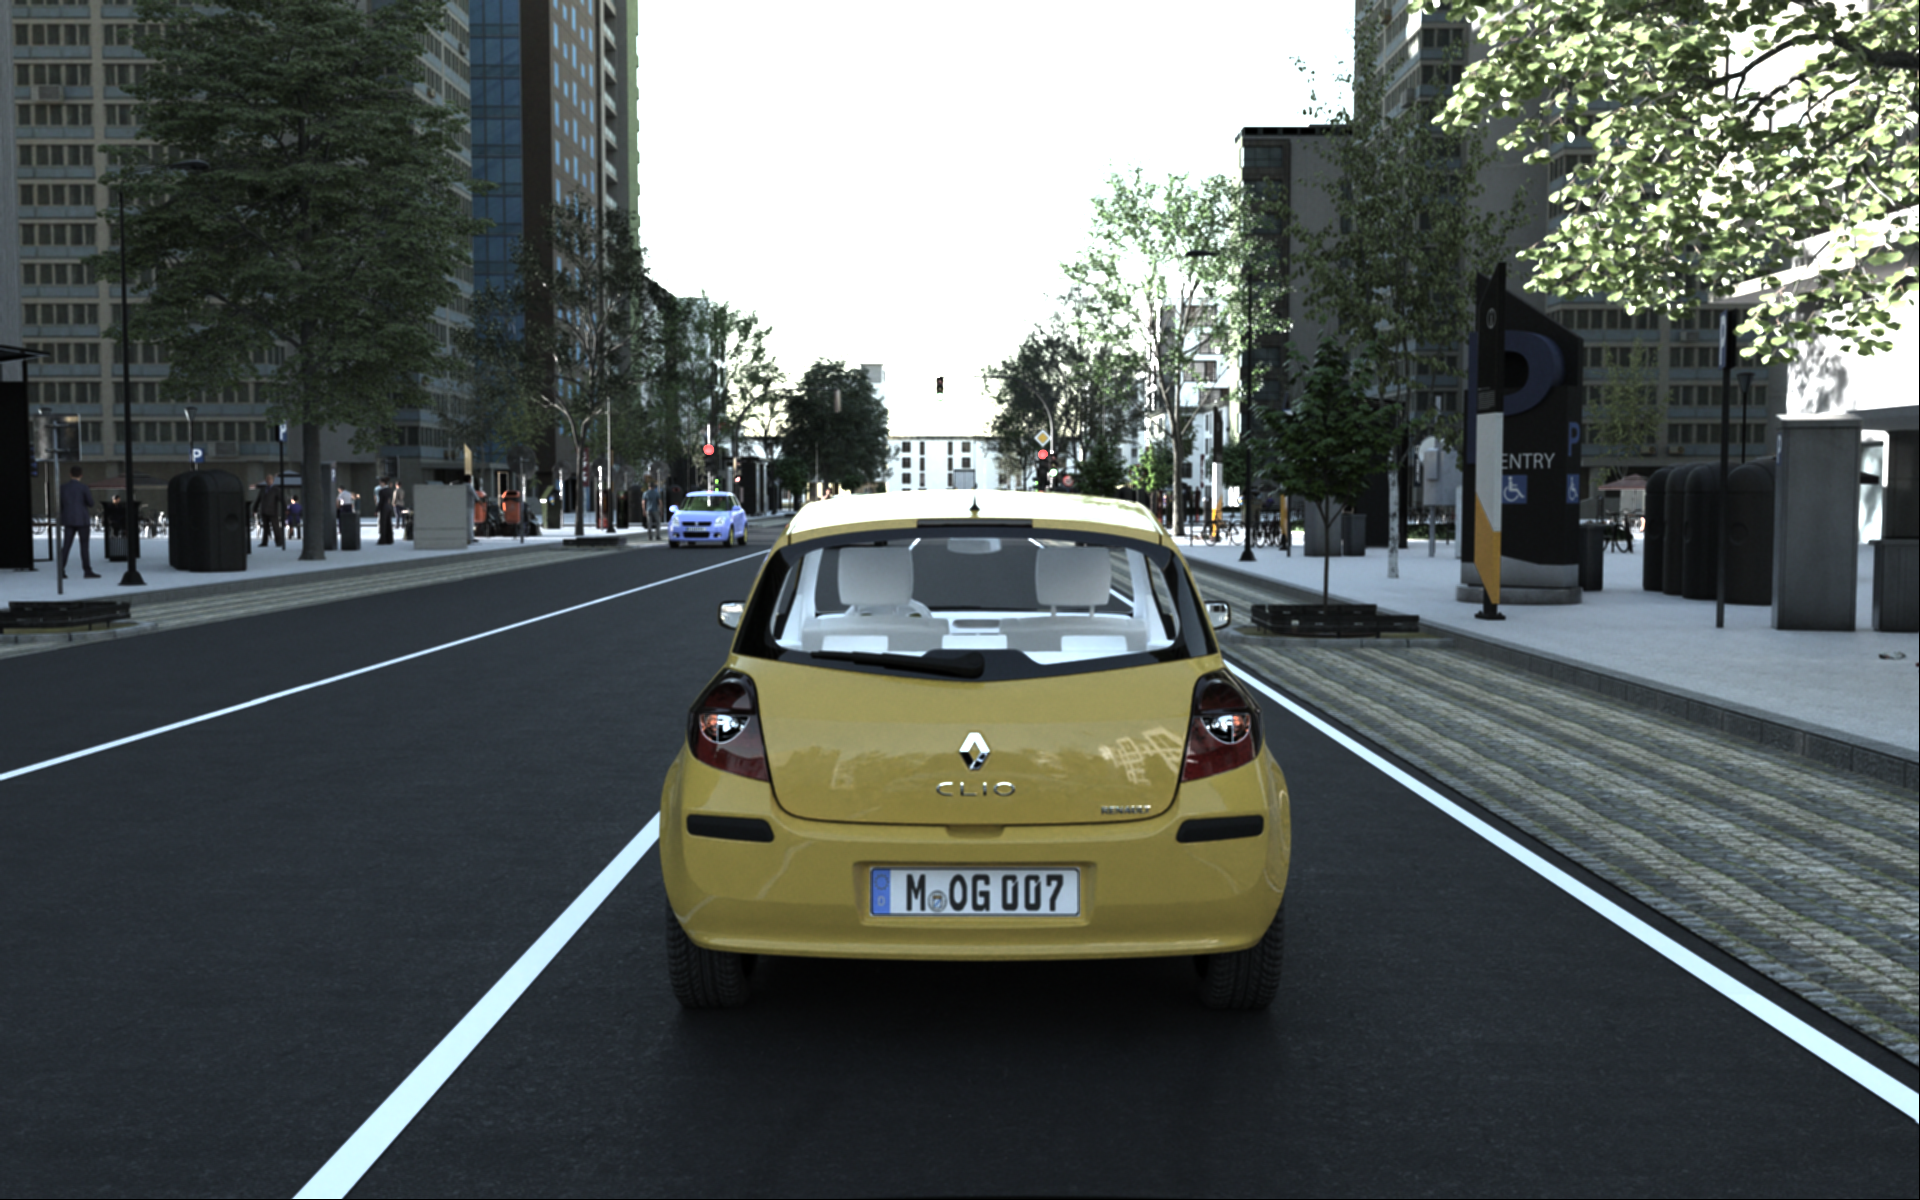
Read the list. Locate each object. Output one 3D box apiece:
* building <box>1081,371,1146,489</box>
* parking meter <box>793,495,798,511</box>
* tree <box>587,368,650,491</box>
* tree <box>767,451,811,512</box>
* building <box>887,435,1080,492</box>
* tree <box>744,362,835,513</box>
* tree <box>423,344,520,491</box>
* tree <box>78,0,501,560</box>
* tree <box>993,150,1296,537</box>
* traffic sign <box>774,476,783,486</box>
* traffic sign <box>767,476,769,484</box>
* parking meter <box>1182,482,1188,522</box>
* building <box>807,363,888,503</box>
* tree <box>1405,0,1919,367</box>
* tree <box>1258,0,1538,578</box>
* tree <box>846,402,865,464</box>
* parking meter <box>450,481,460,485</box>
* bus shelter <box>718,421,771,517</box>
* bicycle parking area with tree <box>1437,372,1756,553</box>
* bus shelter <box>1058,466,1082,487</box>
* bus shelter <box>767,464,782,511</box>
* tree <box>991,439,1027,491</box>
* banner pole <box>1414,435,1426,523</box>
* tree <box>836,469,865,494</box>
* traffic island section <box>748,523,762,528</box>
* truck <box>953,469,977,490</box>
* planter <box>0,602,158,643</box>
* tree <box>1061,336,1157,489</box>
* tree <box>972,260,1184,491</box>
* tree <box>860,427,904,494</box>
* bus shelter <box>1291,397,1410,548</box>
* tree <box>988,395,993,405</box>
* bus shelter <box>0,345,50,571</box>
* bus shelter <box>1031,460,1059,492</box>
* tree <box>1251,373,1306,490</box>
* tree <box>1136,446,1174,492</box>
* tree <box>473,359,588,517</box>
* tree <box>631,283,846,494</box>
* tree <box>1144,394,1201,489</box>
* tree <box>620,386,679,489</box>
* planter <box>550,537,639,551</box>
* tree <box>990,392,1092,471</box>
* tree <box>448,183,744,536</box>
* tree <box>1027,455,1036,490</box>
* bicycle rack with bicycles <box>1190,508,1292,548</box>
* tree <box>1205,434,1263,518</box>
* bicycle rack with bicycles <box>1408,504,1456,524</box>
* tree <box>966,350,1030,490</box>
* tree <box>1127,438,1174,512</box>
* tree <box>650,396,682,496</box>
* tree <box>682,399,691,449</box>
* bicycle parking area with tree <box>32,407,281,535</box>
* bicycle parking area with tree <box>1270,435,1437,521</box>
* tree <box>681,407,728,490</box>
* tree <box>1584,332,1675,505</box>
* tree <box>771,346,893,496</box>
[{"bbox_3d":[24.083,-24.423,255.741,11.380,20.091,16.016,0,3,0],"label":"building"},{"bbox_3d":[-12.456,-7.683,131.331,0.255,1.863,0.399,-2,4,-28],"label":"parking meter"},{"bbox_3d":[-20.862,-8.972,97.059,4.737,8.622,4.395,0,3,0],"label":"tree"},{"bbox_3d":[-12.519,-8.741,126.633,4.285,4.588,4.351,0,3,0],"label":"tree"},{"bbox_3d":[3.574,-18.947,251.925,28.070,9.664,9.099,0,3,0],"label":"building"},{"bbox_3d":[-12.600,-11.164,116.943,8.767,10.594,7.601,-2,4,-24],"label":"tree"},{"bbox_3d":[-22.759,-8.004,81.234,4.360,8.622,3.978,0,3,0],"label":"tree"},{"bbox_3d":[-12.870,-7.073,33.778,7.486,12.596,7.792,0,3,0],"label":"tree"},{"bbox_3d":[6.573,-7.755,52.553,9.928,11.665,9.643,0,3,0],"label":"tree"},{"bbox_3d":[-13.081,-7.621,124.343,0.795,2.593,0.064,0,4,1],"label":"traffic sign"},{"bbox_3d":[-12.495,-6.716,109.909,0.768,2.556,0.104,0,4,4],"label":"traffic sign"},{"bbox_3d":[10.393,-4.579,80.580,0.399,1.863,0.255,0,4,1],"label":"parking meter"},{"bbox_3d":[-16.643,-24.456,256.277,11.380,20.091,16.016,0,3,0],"label":"building"},{"bbox_3d":[6.658,-5.609,9.828,7.486,12.596,7.792,0,3,0],"label":"tree"},{"bbox_3d":[6.589,-4.632,26.099,4.737,8.622,4.395,0,3,0],"label":"tree"},{"bbox_3d":[-12.628,-14.462,162.203,9.928,11.665,9.643,0,3,0],"label":"tree"},{"bbox_3d":[-22.114,-4.288,75.819,0.399,1.863,0.255,-2,4,-31],"label":"parking meter"},{"bbox_3d":[-12.309,-7.389,98.447,2.179,5.291,8.768,0,4,0],"label":"bus shelter"},{"bbox_3d":[15.965,-3.306,41.049,8.231,4.147,9.016,1,4,12],"label":"bicycle parking area with tree"},{"bbox_3d":[8.378,-8.212,128.190,2.014,3.302,5.546,0,3,0],"label":"bus shelter"},{"bbox_3d":[-14.714,-8.806,135.252,1.731,3.624,6.357,0,3,0],"label":"bus shelter"},{"bbox_3d":[5.708,-15.703,207.101,4.360,8.622,3.978,0,3,0],"label":"tree"},{"bbox_3d":[19.718,-5.150,74.213,0.401,3.779,0.863,-2,4,-25],"label":"banner pole"},{"bbox_3d":[-11.782,-12.299,184.810,4.285,4.588,4.351,0,3,0],"label":"tree"},{"bbox_3d":[-9.637,-3.210,74.764,2.009,0.180,2.903,0,3,0],"label":"traffic island section"},{"bbox_3d":[0.566,-13.011,201.648,2.839,4.237,11.283,0,4,1],"label":"truck"},{"bbox_3d":[-9.315,0.224,17.481,1.991,0.319,1.994,0,3,0],"label":"planter"},{"bbox_3d":[6.648,-7.935,80.095,4.360,8.622,3.978,0,3,0],"label":"tree"},{"bbox_3d":[6.453,-11.064,91.259,12.009,13.543,11.850,0,3,0],"label":"tree"},{"bbox_3d":[-11.785,-17.857,226.380,7.601,10.594,8.767,3,4,37],"label":"tree"},{"bbox_3d":[9.823,-3.218,43.905,1.731,3.624,6.357,0,4,0],"label":"bus shelter"},{"bbox_3d":[5.784,-11.161,108.245,9.928,11.665,9.643,0,3,0],"label":"tree"},{"bbox_3d":[-15.933,-2.108,25.745,1.731,3.624,6.357,0,3,0],"label":"bus shelter"},{"bbox_3d":[6.050,-8.054,122.965,1.731,3.624,6.357,0,3,0],"label":"bus shelter"},{"bbox_3d":[19.199,-9.270,101.932,4.360,8.622,3.978,0,3,0],"label":"tree"},{"bbox_3d":[13.538,-8.241,118.448,4.285,4.588,4.351,0,3,0],"label":"tree"},{"bbox_3d":[-22.417,-8.419,88.010,4.737,8.622,4.395,0,3,0],"label":"tree"},{"bbox_3d":[-12.373,-9.828,86.442,9.928,11.665,9.643,0,3,0],"label":"tree"},{"bbox_3d":[15.803,-10.777,126.559,4.737,8.622,4.395,0,3,0],"label":"tree"},{"bbox_3d":[-20.996,-10.055,114.765,4.360,8.622,3.978,0,3,0],"label":"tree"},{"bbox_3d":[-9.312,-1.424,44.424,1.991,0.319,1.994,0,3,0],"label":"planter"},{"bbox_3d":[6.536,-12.604,140.487,8.767,10.594,7.601,0,4,6],"label":"tree"},{"bbox_3d":[-11.839,-7.251,52.961,8.767,10.594,7.601,0,4,5],"label":"tree"},{"bbox_3d":[6.928,-16.045,212.693,4.360,8.622,3.978,0,3,0],"label":"tree"},{"bbox_3d":[7.152,-1.800,42.815,2.852,0.926,2.925,3,5,42],"label":"bicycle rack with bicycles"},{"bbox_3d":[15.087,-6.811,95.067,4.285,4.588,4.351,0,3,0],"label":"tree"},{"bbox_3d":[17.574,-3.089,63.888,2.852,0.926,2.925,3,5,39],"label":"bicycle rack with bicycles"},{"bbox_3d":[7.623,-22.523,224.143,12.611,20.169,13.585,0,3,0],"label":"tree"},{"bbox_3d":[6.558,-4.032,60.528,1.663,3.219,1.824,0,3,0],"label":"tree"},{"bbox_3d":[-20.699,-9.628,107.781,4.737,8.622,4.395,0,3,0],"label":"tree"},{"bbox_3d":[-21.239,-10.619,123.976,4.737,8.622,4.395,0,3,0],"label":"tree"},{"bbox_3d":[-27.858,-4.321,57.655,8.231,4.147,9.016,1,4,21],"label":"bicycle parking area with tree"},{"bbox_3d":[19.293,-5.911,83.651,8.231,4.147,9.016,0,4,7],"label":"bicycle parking area with tree"},{"bbox_3d":[-21.877,-11.966,146.008,4.360,8.622,3.978,0,3,0],"label":"tree"},{"bbox_3d":[30.577,-7.908,79.657,4.737,8.622,4.395,0,3,0],"label":"tree"},{"bbox_3d":[-11.720,-14.886,150.033,9.857,13.997,8.962,0,3,0],"label":"tree"}]
